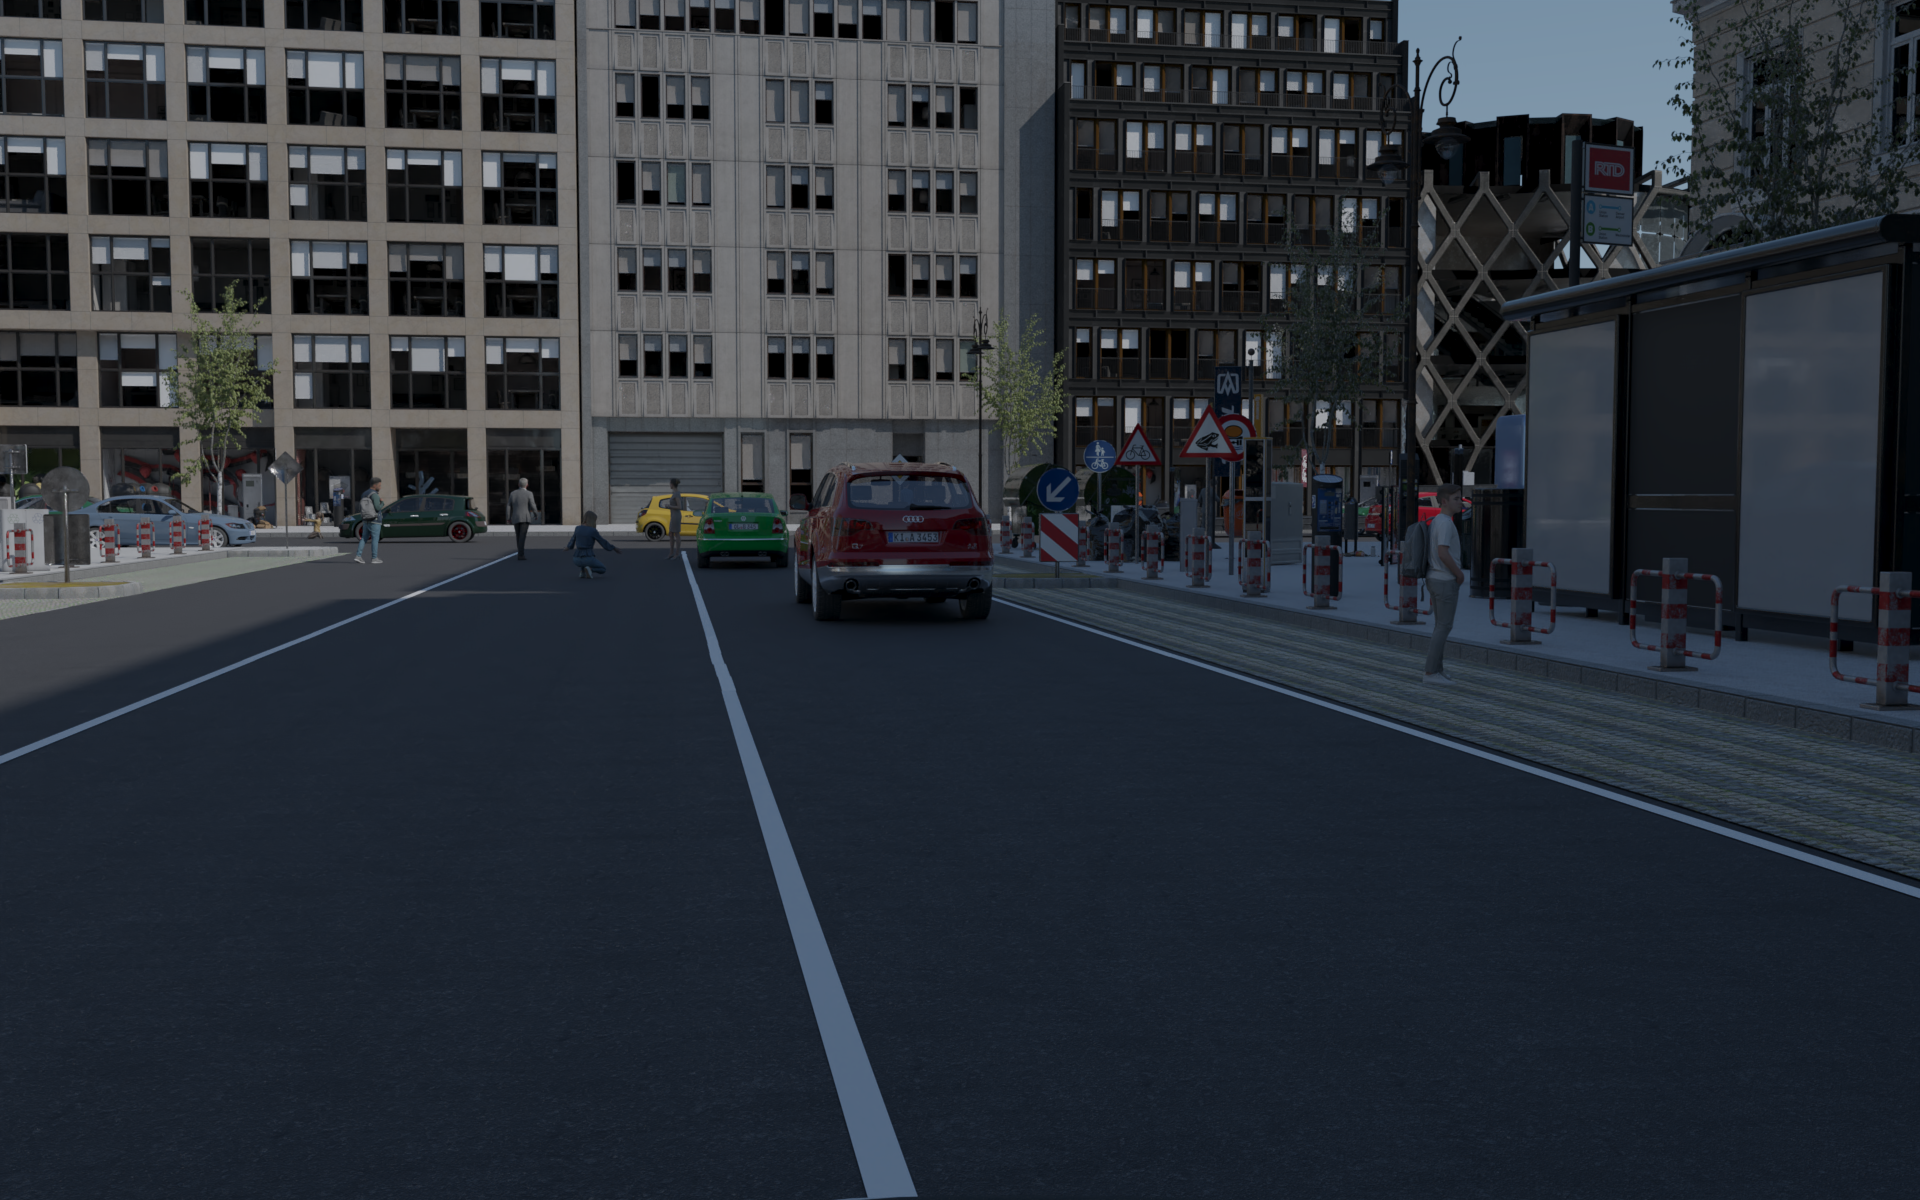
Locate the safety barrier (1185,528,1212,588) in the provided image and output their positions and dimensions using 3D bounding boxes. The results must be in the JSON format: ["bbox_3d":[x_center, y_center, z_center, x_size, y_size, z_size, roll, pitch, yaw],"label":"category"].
[{"bbox_3d":[3.271,-0.581,23.770,0.300,0.817,1.120,-1,4,-10],"label":"safety barrier"}]

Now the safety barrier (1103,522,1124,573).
[{"bbox_3d":[2.506,-0.854,28.239,0.300,0.817,1.120,-1,4,-10],"label":"safety barrier"}]

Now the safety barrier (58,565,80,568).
[{"bbox_3d":[-15.463,-0.964,30.036,0.300,0.817,1.120,-1,4,-10],"label":"safety barrier"}]

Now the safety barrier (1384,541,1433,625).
[{"bbox_3d":[4.416,-0.170,17.051,0.300,0.817,1.120,-1,4,-10],"label":"safety barrier"}]

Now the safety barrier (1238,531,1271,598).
[{"bbox_3d":[3.654,-0.443,21.522,0.300,0.817,1.120,-1,4,-10],"label":"safety barrier"}]

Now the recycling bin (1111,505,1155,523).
[{"bbox_3d":[3.801,-1.558,38.029,0.722,1.027,0.722,-3,5,-41],"label":"recycling bin"}]

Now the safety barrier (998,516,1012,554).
[{"bbox_3d":[0.986,-1.401,37.186,0.300,0.817,1.120,-1,4,-10],"label":"safety barrier"}]

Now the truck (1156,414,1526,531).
[{"bbox_3d":[13.077,-4.194,58.329,18.799,4.110,2.967,0,4,-8],"label":"truck"}]

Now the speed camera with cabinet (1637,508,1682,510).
[{"bbox_3d":[14.277,-2.582,36.551,0.660,3.252,2.038,-3,4,-38],"label":"speed camera with cabinet"}]

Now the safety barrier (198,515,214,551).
[{"bbox_3d":[-16.996,-1.513,39.014,0.300,0.817,1.120,-1,4,-10],"label":"safety barrier"}]

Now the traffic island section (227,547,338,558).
[{"bbox_3d":[-15.809,-1.123,40.640,2.009,0.180,2.903,-1,4,-10],"label":"traffic island section"}]

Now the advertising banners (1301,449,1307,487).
[{"bbox_3d":[12.850,-4.307,66.615,0.090,3.025,2.074,3,5,43],"label":"advertising banners"}]

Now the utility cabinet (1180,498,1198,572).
[{"bbox_3d":[3.844,-1.096,29.077,0.306,1.237,1.020,0,4,7],"label":"utility cabinet"}]

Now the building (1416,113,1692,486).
[{"bbox_3d":[27.274,-13.368,86.017,16.811,18.784,16.820,-1,4,-10],"label":"building"}]

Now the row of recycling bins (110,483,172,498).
[{"bbox_3d":[-30.209,-3.469,63.834,1.069,1.692,3.534,0,4,2],"label":"row of recycling bins"}]

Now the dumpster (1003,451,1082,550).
[{"bbox_3d":[1.916,-2.312,40.292,1.502,2.255,1.985,-1,4,-10],"label":"dumpster"}]

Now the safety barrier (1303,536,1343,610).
[{"bbox_3d":[4.033,-0.306,19.286,0.300,0.817,1.120,-1,4,-10],"label":"safety barrier"}]

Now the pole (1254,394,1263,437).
[{"bbox_3d":[6.097,-2.544,35.445,0.158,3.312,0.155,0,3,0],"label":"pole"}]

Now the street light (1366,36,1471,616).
[{"bbox_3d":[4.743,-2.773,18.120,0.468,5.910,1.993,-1,4,-10],"label":"street light"}]

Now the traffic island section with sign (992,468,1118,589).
[{"bbox_3d":[1.262,-1.127,27.051,1.989,1.847,2.006,-1,4,-10],"label":"traffic island section with sign"}]

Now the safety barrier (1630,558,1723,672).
[{"bbox_3d":[5.182,0.104,12.569,0.300,0.817,1.120,-1,4,-10],"label":"safety barrier"}]

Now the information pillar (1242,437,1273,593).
[{"bbox_3d":[3.868,-1.104,22.537,0.304,2.012,0.304,2,4,26],"label":"information pillar"}]

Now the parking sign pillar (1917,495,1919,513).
[{"bbox_3d":[40.959,-5.204,73.566,1.447,3.967,1.447,0,4,1],"label":"parking sign pillar"}]

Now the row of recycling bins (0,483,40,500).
[{"bbox_3d":[-36.142,-3.525,64.740,3.534,1.692,1.069,0,4,-3],"label":"row of recycling bins"}]

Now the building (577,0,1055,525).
[{"bbox_3d":[-6.766,-15.923,78.364,19.932,24.808,12.078,-1,4,-10],"label":"building"}]

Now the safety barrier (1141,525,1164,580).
[{"bbox_3d":[2.890,-0.717,26.005,0.300,0.817,1.120,-1,4,-10],"label":"safety barrier"}]

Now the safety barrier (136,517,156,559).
[{"bbox_3d":[-16.229,-1.238,34.521,0.300,0.817,1.120,-1,4,-10],"label":"safety barrier"}]

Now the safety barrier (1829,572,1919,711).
[{"bbox_3d":[5.564,0.242,10.318,0.300,0.817,1.120,-1,4,-10],"label":"safety barrier"}]

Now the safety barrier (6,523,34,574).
[{"bbox_3d":[-15.082,-0.827,27.800,0.300,0.817,1.120,-1,4,-10],"label":"safety barrier"}]

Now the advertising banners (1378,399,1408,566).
[{"bbox_3d":[7.904,-2.161,31.512,0.090,3.025,2.074,2,4,26],"label":"advertising banners"}]

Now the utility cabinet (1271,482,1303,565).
[{"bbox_3d":[5.809,-1.391,31.414,0.318,1.500,1.173,3,5,40],"label":"utility cabinet"}]

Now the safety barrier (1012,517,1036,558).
[{"bbox_3d":[1.364,-1.265,34.951,0.300,0.817,1.120,-1,4,-10],"label":"safety barrier"}]

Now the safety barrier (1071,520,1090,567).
[{"bbox_3d":[2.128,-0.991,30.475,0.300,0.817,1.120,-1,4,-10],"label":"safety barrier"}]

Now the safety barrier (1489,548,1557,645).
[{"bbox_3d":[4.800,-0.032,14.804,0.300,0.817,1.120,-1,4,-10],"label":"safety barrier"}]

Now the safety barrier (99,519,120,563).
[{"bbox_3d":[-15.847,-1.101,32.280,0.300,0.817,1.120,-1,4,-10],"label":"safety barrier"}]

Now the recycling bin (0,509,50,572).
[{"bbox_3d":[-15.672,-1.000,28.897,0.722,1.027,0.722,-3,5,-42],"label":"recycling bin"}]

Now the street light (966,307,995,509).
[{"bbox_3d":[0.504,-4.290,42.924,0.468,5.910,1.993,-1,4,-10],"label":"street light"}]

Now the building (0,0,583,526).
[{"bbox_3d":[-33.913,-16.645,76.655,34.151,26.468,19.350,-1,4,-10],"label":"building"}]

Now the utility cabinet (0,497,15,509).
[{"bbox_3d":[-20.782,-1.585,37.076,1.020,1.237,0.306,0,4,4],"label":"utility cabinet"}]

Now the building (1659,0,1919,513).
[{"bbox_3d":[22.002,-14.630,25.106,13.634,28.700,20.117,-1,4,-10],"label":"building"}]

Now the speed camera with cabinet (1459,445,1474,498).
[{"bbox_3d":[20.460,-4.555,68.812,0.660,3.252,2.038,-2,4,-24],"label":"speed camera with cabinet"}]

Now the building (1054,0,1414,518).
[{"bbox_3d":[11.150,-15.341,80.510,15.834,23.373,12.332,-1,4,-10],"label":"building"}]

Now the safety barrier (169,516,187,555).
[{"bbox_3d":[-16.607,-1.375,36.763,0.300,0.817,1.120,-1,4,-10],"label":"safety barrier"}]

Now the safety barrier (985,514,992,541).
[{"bbox_3d":[0.600,-1.539,39.432,0.300,0.817,1.120,-1,4,-10],"label":"safety barrier"}]
